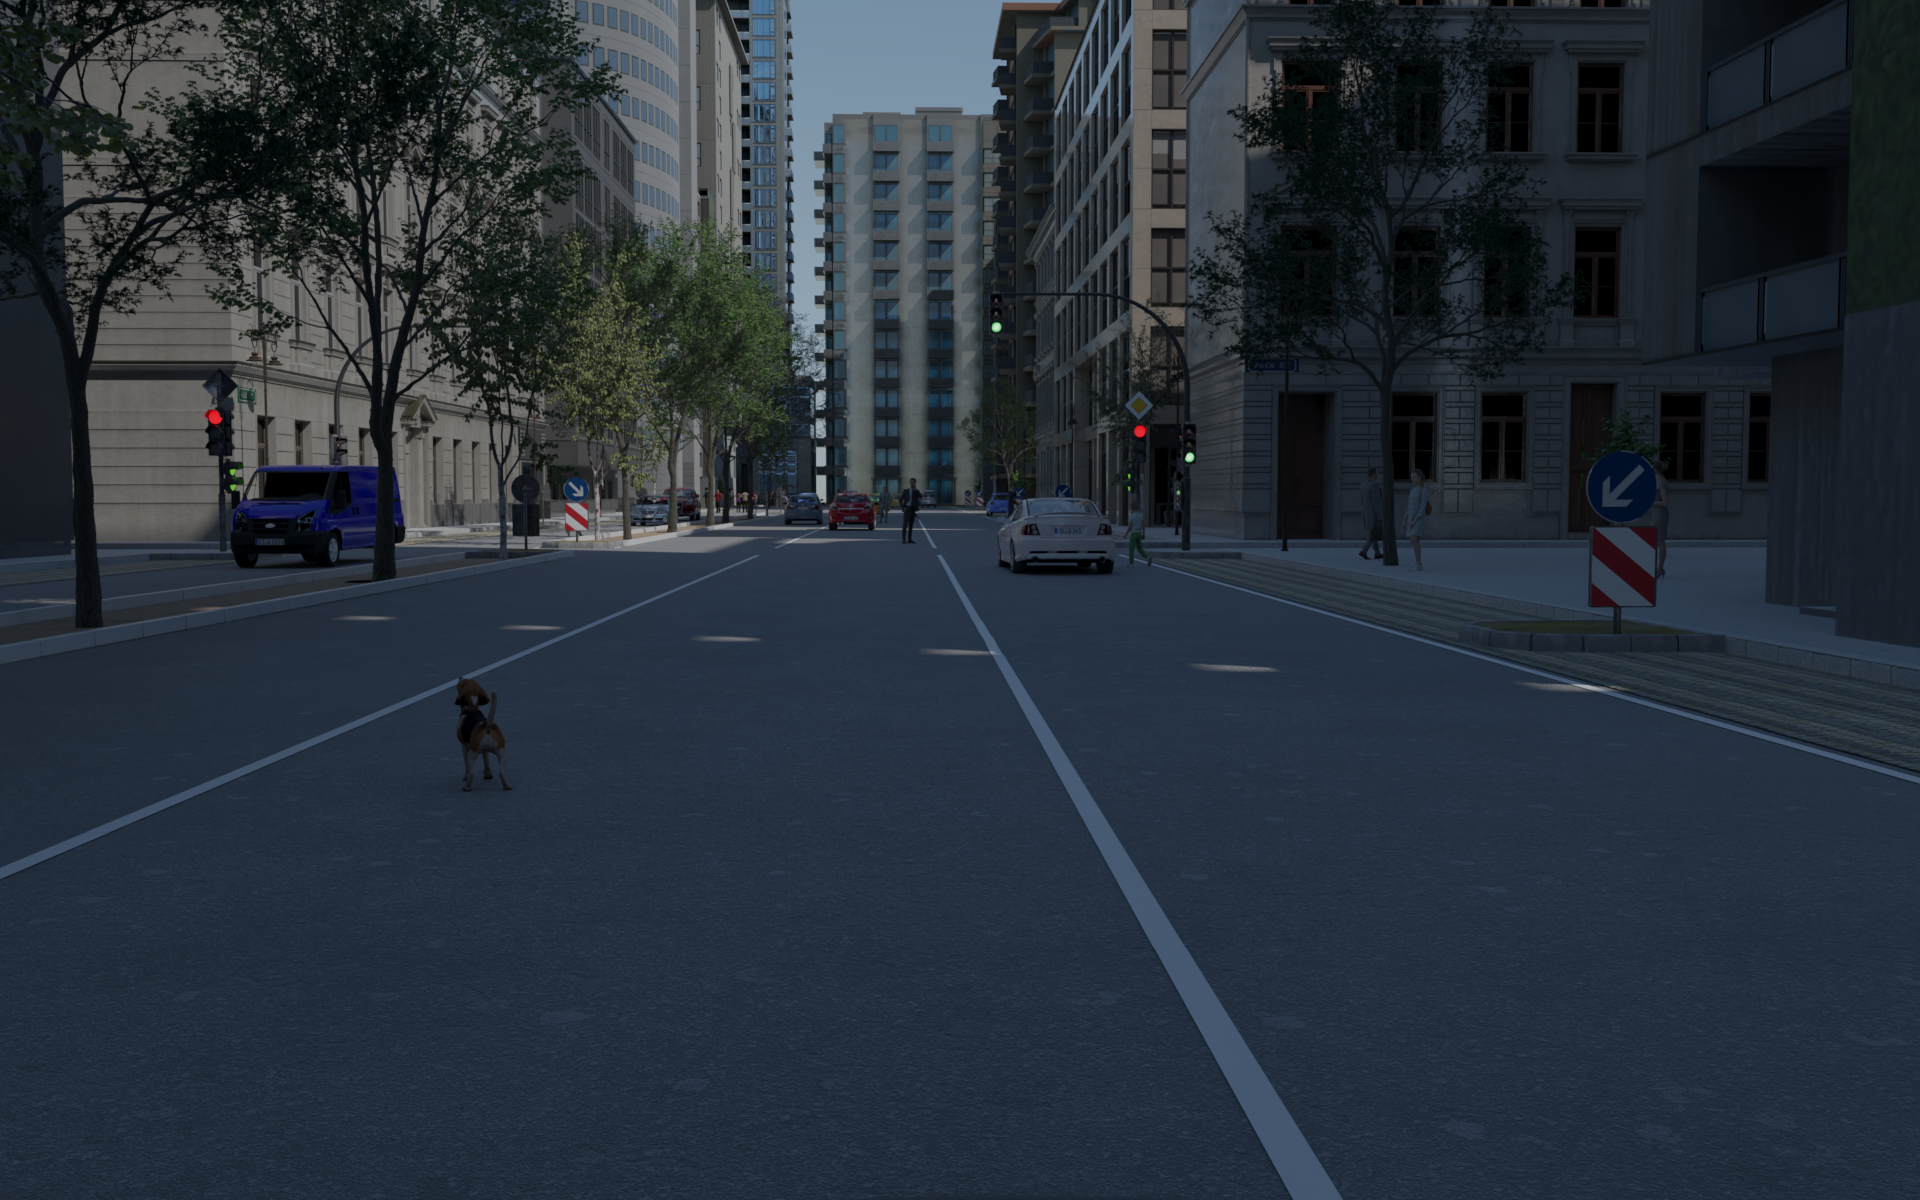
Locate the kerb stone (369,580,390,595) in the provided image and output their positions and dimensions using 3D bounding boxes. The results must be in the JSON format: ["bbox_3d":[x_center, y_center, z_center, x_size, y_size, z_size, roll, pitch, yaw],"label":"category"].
[{"bbox_3d":[-8.446,-0.167,24.930,0.120,0.150,1.000,0,4,-2],"label":"kerb stone"}]

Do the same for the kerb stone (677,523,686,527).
[{"bbox_3d":[-12.194,-3.263,75.589,0.120,0.150,1.000,0,4,-2],"label":"kerb stone"}]

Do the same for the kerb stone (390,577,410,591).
[{"bbox_3d":[-8.483,-0.230,25.961,0.120,0.150,1.000,0,4,-2],"label":"kerb stone"}]

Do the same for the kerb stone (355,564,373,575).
[{"bbox_3d":[-10.740,-0.534,30.929,0.120,0.150,1.000,0,4,-2],"label":"kerb stone"}]

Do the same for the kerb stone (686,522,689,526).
[{"bbox_3d":[-12.224,-3.328,76.613,0.120,0.150,1.000,0,4,-2],"label":"kerb stone"}]

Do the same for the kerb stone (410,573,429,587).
[{"bbox_3d":[-8.516,-0.287,26.984,0.120,0.150,1.000,0,4,-2],"label":"kerb stone"}]

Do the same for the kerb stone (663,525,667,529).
[{"bbox_3d":[-11.987,-2.889,69.437,0.120,0.150,1.000,0,4,-2],"label":"kerb stone"}]

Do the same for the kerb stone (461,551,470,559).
[{"bbox_3d":[-10.970,-0.967,38.082,0.120,0.150,1.000,0,4,-2],"label":"kerb stone"}]

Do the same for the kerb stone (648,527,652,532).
[{"bbox_3d":[-11.858,-2.632,65.324,0.120,0.150,1.000,0,4,-2],"label":"kerb stone"}]

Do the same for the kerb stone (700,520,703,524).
[{"bbox_3d":[-12.387,-3.635,81.726,0.120,0.150,1.000,0,4,-2],"label":"kerb stone"}]

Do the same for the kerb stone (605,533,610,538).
[{"bbox_3d":[-11.550,-2.074,56.100,0.120,0.150,1.000,0,4,-2],"label":"kerb stone"}]

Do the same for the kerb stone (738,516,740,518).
[{"bbox_3d":[-12.989,-4.771,100.198,0.120,0.150,1.000,0,4,-2],"label":"kerb stone"}]

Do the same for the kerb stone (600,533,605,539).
[{"bbox_3d":[-11.525,-2.009,55.072,0.120,0.150,1.000,0,4,-2],"label":"kerb stone"}]

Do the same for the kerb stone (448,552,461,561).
[{"bbox_3d":[-10.932,-0.909,37.061,0.120,0.150,1.000,0,4,-2],"label":"kerb stone"}]

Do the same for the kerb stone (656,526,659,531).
[{"bbox_3d":[-11.925,-2.762,67.388,0.120,0.150,1.000,0,4,-2],"label":"kerb stone"}]

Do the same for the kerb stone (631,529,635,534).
[{"bbox_3d":[-11.723,-2.384,61.224,0.120,0.150,1.000,0,4,-2],"label":"kerb stone"}]

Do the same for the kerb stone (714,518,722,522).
[{"bbox_3d":[-12.689,-4.202,90.960,0.120,0.150,1.000,0,4,-2],"label":"kerb stone"}]

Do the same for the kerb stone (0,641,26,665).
[{"bbox_3d":[-8.109,0.464,14.690,0.120,0.150,1.000,0,4,-2],"label":"kerb stone"}]

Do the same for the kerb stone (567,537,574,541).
[{"bbox_3d":[-11.353,-1.697,49.944,0.120,0.150,1.000,0,4,-2],"label":"kerb stone"}]

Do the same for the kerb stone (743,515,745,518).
[{"bbox_3d":[-13.085,-4.955,103.265,0.120,0.150,1.000,0,4,-2],"label":"kerb stone"}]

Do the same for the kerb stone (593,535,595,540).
[{"bbox_3d":[-11.493,-1.938,54.031,0.120,0.150,1.000,0,4,-2],"label":"kerb stone"}]

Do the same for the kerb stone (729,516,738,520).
[{"bbox_3d":[-12.958,-4.706,99.173,0.120,0.150,1.000,0,4,-2],"label":"kerb stone"}]

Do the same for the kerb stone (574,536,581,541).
[{"bbox_3d":[-11.391,-1.760,50.965,0.120,0.150,1.000,0,4,-2],"label":"kerb stone"}]

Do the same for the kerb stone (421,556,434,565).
[{"bbox_3d":[-10.877,-0.783,35.018,0.120,0.150,1.000,0,4,-2],"label":"kerb stone"}]

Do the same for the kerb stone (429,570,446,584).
[{"bbox_3d":[-8.544,-0.353,28.010,0.120,0.150,1.000,0,4,-2],"label":"kerb stone"}]

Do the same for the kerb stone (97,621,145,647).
[{"bbox_3d":[-8.181,0.335,16.735,0.120,0.150,1.000,0,4,-2],"label":"kerb stone"}]

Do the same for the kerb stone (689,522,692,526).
[{"bbox_3d":[-12.255,-3.391,77.634,0.120,0.150,1.000,0,4,-2],"label":"kerb stone"}]

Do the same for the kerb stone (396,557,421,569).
[{"bbox_3d":[-10.838,-0.722,33.996,0.120,0.150,1.000,0,4,-2],"label":"kerb stone"}]

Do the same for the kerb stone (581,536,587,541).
[{"bbox_3d":[-11.411,-1.822,51.987,0.120,0.150,1.000,0,4,-2],"label":"kerb stone"}]

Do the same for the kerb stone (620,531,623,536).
[{"bbox_3d":[-11.645,-2.261,59.174,0.120,0.150,1.000,0,4,-2],"label":"kerb stone"}]

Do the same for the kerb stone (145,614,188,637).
[{"bbox_3d":[-8.213,0.274,17.759,0.120,0.150,1.000,0,4,-2],"label":"kerb stone"}]

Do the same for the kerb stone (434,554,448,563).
[{"bbox_3d":[-10.904,-0.847,36.039,0.120,0.150,1.000,0,4,-2],"label":"kerb stone"}]

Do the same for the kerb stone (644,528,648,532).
[{"bbox_3d":[-11.828,-2.566,64.292,0.120,0.150,1.000,0,4,-2],"label":"kerb stone"}]

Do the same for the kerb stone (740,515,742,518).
[{"bbox_3d":[-13.020,-4.833,101.221,0.120,0.150,1.000,0,4,-2],"label":"kerb stone"}]

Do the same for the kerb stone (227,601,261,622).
[{"bbox_3d":[-8.274,0.146,19.812,0.120,0.150,1.000,0,4,-2],"label":"kerb stone"}]

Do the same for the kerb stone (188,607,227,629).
[{"bbox_3d":[-8.238,0.210,18.780,0.120,0.150,1.000,0,4,-2],"label":"kerb stone"}]

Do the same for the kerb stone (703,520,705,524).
[{"bbox_3d":[-12.423,-3.701,82.755,0.120,0.150,1.000,0,4,-2],"label":"kerb stone"}]

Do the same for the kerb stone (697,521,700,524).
[{"bbox_3d":[-12.355,-3.578,80.704,0.120,0.150,1.000,0,4,-2],"label":"kerb stone"}]

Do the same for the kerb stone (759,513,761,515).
[{"bbox_3d":[-13.448,-5.646,114.514,0.120,0.150,1.000,0,4,-2],"label":"kerb stone"}]

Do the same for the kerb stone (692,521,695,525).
[{"bbox_3d":[-12.290,-3.448,78.657,0.120,0.150,1.000,0,4,-2],"label":"kerb stone"}]

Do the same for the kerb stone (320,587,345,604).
[{"bbox_3d":[-8.386,-0.042,22.878,0.120,0.150,1.000,0,4,-2],"label":"kerb stone"}]

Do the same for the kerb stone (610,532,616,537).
[{"bbox_3d":[-11.591,-2.129,57.128,0.120,0.150,1.000,0,4,-2],"label":"kerb stone"}]

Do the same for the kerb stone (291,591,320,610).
[{"bbox_3d":[-8.345,0.021,21.857,0.120,0.150,1.000,0,4,-2],"label":"kerb stone"}]

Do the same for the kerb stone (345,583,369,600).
[{"bbox_3d":[-8.413,-0.104,23.900,0.120,0.150,1.000,0,4,-2],"label":"kerb stone"}]

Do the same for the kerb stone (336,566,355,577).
[{"bbox_3d":[-10.707,-0.468,29.907,0.120,0.150,1.000,0,4,-2],"label":"kerb stone"}]

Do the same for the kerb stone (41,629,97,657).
[{"bbox_3d":[-8.145,0.400,15.711,0.120,0.150,1.000,0,4,-2],"label":"kerb stone"}]

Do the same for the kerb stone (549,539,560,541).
[{"bbox_3d":[-11.293,-1.571,47.900,0.120,0.150,1.000,0,4,-2],"label":"kerb stone"}]

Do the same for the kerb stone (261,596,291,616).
[{"bbox_3d":[-8.313,0.084,20.835,0.120,0.150,1.000,0,4,-2],"label":"kerb stone"}]

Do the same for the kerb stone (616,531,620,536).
[{"bbox_3d":[-11.628,-2.199,58.152,0.120,0.150,1.000,0,4,-2],"label":"kerb stone"}]

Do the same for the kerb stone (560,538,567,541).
[{"bbox_3d":[-11.323,-1.628,48.922,0.120,0.150,1.000,0,4,-2],"label":"kerb stone"}]

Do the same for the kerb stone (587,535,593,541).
[{"bbox_3d":[-11.454,-1.885,53.009,0.120,0.150,1.000,0,4,-2],"label":"kerb stone"}]

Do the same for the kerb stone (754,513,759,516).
[{"bbox_3d":[-13.419,-5.584,113.492,0.120,0.150,1.000,0,4,-2],"label":"kerb stone"}]

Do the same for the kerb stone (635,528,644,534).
[{"bbox_3d":[-11.790,-2.510,63.269,0.120,0.150,1.000,0,4,-2],"label":"kerb stone"}]

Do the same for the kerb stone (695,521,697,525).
[{"bbox_3d":[-12.317,-3.516,79.681,0.120,0.150,1.000,0,4,-2],"label":"kerb stone"}]

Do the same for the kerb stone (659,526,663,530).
[{"bbox_3d":[-11.962,-2.827,68.409,0.120,0.150,1.000,0,4,-2],"label":"kerb stone"}]

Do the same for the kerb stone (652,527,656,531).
[{"bbox_3d":[-11.885,-2.701,66.355,0.120,0.150,1.000,0,4,-2],"label":"kerb stone"}]
